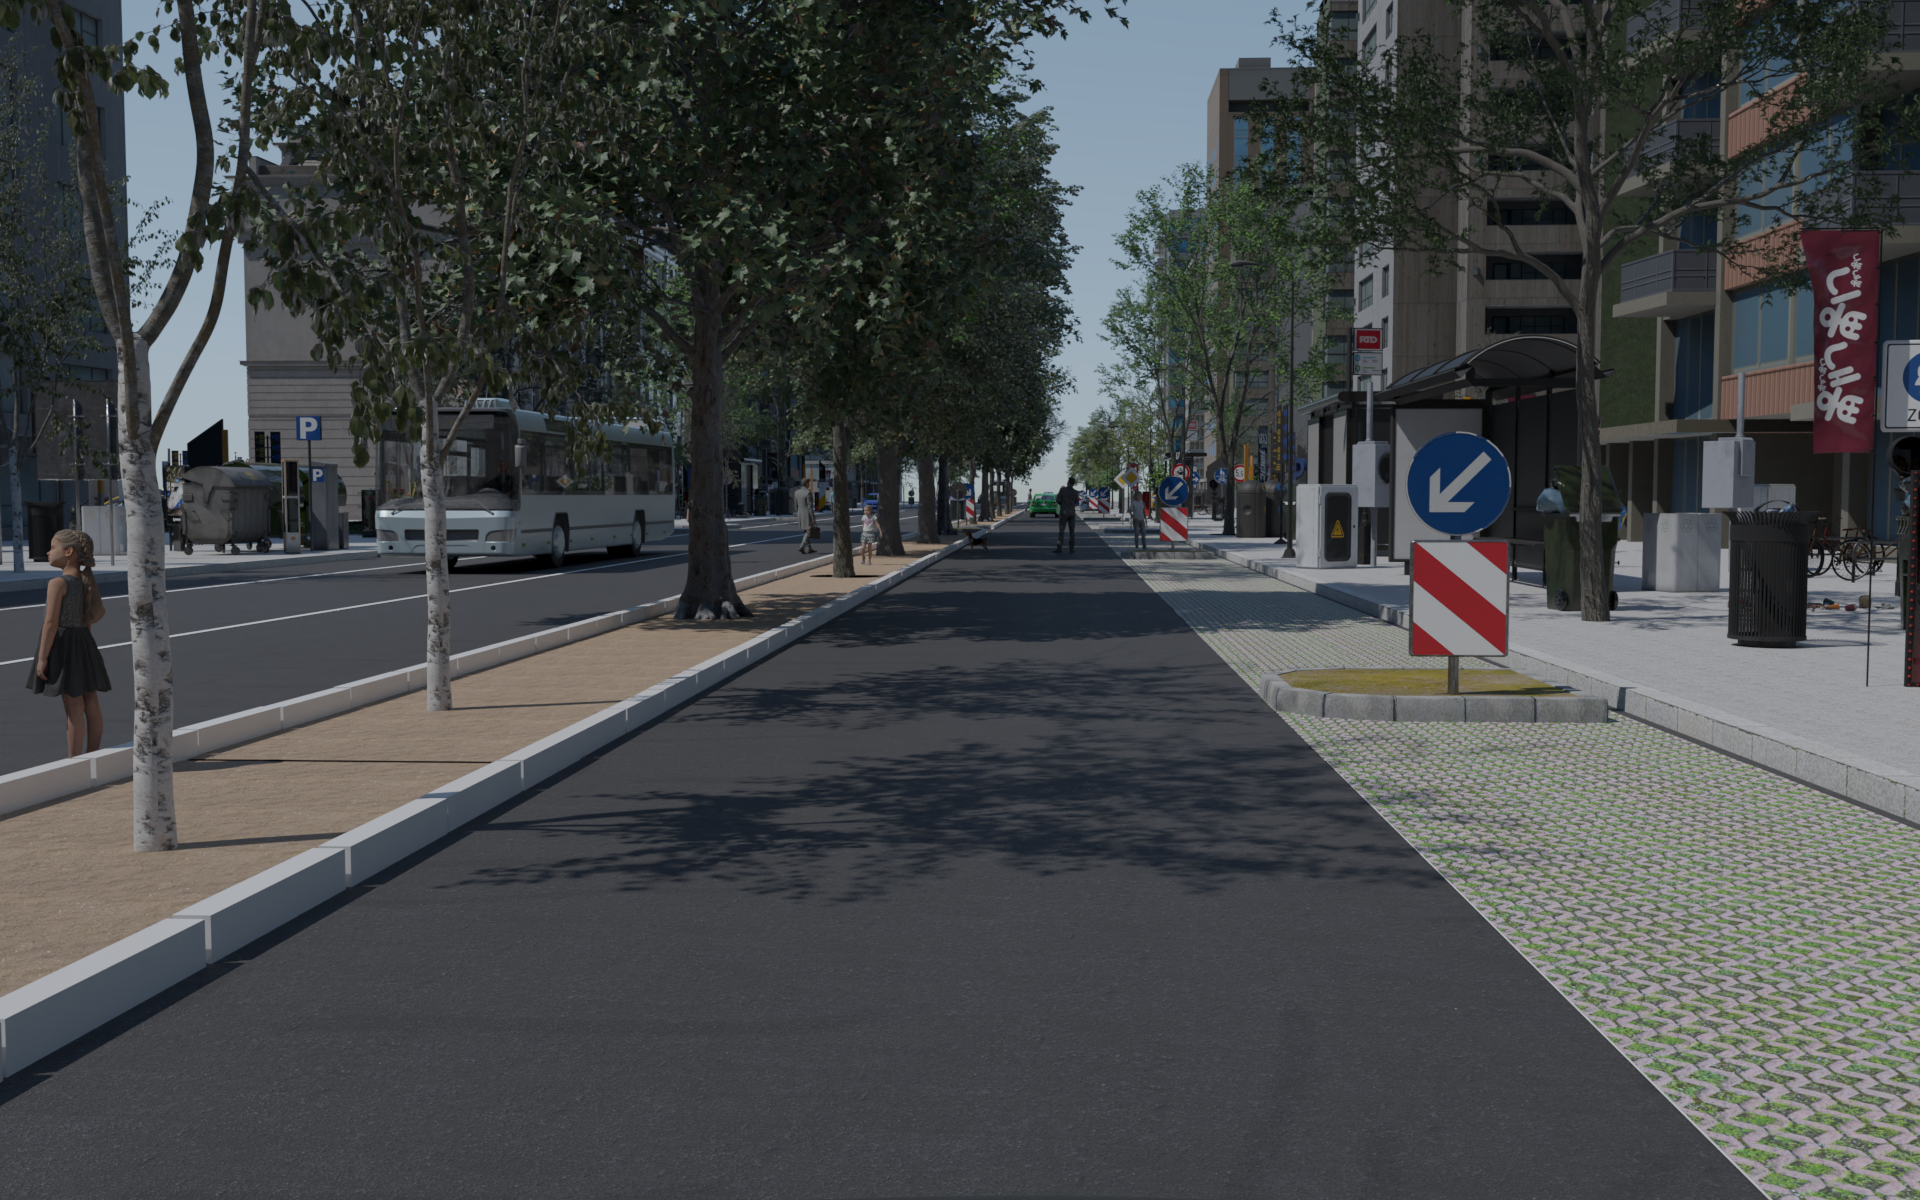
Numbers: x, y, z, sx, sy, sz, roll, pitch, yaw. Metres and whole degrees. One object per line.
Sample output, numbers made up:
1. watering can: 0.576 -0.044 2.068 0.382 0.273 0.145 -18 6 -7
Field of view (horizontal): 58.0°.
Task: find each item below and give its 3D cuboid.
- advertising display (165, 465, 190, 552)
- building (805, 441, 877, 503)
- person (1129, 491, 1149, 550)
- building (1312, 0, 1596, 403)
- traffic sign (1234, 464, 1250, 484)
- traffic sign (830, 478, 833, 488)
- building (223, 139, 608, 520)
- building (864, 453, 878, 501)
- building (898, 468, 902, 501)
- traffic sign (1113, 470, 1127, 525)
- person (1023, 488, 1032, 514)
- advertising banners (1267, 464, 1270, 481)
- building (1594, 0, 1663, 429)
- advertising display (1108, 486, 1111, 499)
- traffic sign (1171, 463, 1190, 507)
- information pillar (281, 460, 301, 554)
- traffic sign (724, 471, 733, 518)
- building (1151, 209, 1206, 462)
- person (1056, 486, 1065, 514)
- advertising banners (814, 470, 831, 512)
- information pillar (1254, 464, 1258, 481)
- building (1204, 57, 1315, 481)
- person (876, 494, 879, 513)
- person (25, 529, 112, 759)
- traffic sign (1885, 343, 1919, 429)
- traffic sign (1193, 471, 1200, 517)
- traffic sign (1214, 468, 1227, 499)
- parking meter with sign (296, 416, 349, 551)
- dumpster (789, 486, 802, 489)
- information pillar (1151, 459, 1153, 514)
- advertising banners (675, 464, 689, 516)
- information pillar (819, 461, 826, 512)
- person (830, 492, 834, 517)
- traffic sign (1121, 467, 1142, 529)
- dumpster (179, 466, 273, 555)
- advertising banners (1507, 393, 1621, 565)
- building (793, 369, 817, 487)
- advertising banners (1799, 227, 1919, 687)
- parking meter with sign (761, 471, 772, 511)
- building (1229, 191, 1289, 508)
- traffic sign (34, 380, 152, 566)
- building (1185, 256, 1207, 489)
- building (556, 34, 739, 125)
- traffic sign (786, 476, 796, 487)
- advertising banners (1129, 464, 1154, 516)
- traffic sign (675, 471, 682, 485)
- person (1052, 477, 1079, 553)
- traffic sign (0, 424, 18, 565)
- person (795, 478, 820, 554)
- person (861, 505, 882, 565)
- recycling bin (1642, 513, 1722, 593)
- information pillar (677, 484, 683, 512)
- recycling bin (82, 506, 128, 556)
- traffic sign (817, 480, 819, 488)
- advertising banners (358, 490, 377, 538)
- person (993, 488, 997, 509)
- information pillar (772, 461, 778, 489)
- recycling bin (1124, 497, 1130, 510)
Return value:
1. advertising display: -17.458 -2.047 38.682 0.974 1.923 0.123 3 5 42
2. building: -27.034 -40.812 256.522 28.713 52.752 27.495 0 4 3
3. person: 4.464 -1.946 42.905 0.523 1.515 0.503 3 5 40
4. building: 27.637 -20.207 102.078 14.160 30.474 14.107 0 4 3
5. traffic sign: 12.037 -4.543 74.381 0.768 2.556 0.104 1 4 11
6. traffic sign: -10.043 -8.375 137.044 0.768 2.556 0.104 1 4 13
7. building: -28.661 -15.566 96.298 13.314 21.916 24.055 0 4 3
8. building: -22.622 -40.204 281.042 21.300 48.544 21.600 0 4 3
9. building: -17.646 -32.292 299.670 14.160 30.474 14.107 0 4 3
10. traffic sign: 6.746 -4.164 71.717 0.795 2.450 0.064 0 4 3
11. person: 4.984 -7.188 125.872 0.795 1.843 0.661 0 4 7
12. advertising banners: 17.398 -6.368 100.304 2.074 3.025 0.090 -3 4 -38
13. building: 27.925 -19.274 86.830 14.107 30.474 14.160 0 4 3
14. advertising display: 12.296 -8.413 142.761 0.123 1.923 0.974 0 4 -1
15. traffic sign: 9.174 -4.401 72.057 0.768 2.556 0.104 1 4 10
16. information pillar: -14.360 -2.000 37.185 0.304 2.012 0.304 -2 4 -32
17. traffic sign: -12.504 -5.662 92.682 0.768 2.556 0.104 1 4 13
18. building: 43.479 -40.939 288.956 23.786 49.044 30.456 0 4 3
19. person: 4.439 -4.023 74.524 0.600 1.795 0.529 1 4 9
20. advertising banners: -10.394 -7.949 126.157 2.074 3.025 0.090 0 4 -7
21. information pillar: 23.029 -8.748 134.389 0.504 3.616 0.183 -1 4 -12
22. building: 32.955 -32.356 179.125 14.600 45.320 14.200 0 4 3
23. person: -6.056 -7.482 131.007 0.537 1.800 0.526 2 4 33
24. person: -4.533 0.268 8.781 0.373 1.253 0.362 1 4 10
25. traffic sign: 6.450 -0.578 11.587 0.606 2.300 0.079 0 4 6
26. traffic sign: 13.093 -5.942 97.264 0.768 2.556 0.104 1 4 12
27. traffic sign: 12.795 -5.164 84.534 0.768 2.556 0.104 1 4 12
28. parking meter with sign: -14.492 -2.646 39.520 0.543 3.016 1.738 0 4 2
29. dumpster: -11.542 -7.114 122.077 1.264 1.857 1.865 0 4 3
30. information pillar: 12.640 -7.513 114.193 0.183 3.616 0.504 -1 4 -9
31. advertising banners: -15.872 -6.411 101.000 2.074 3.025 0.090 -2 4 -26
32. information pillar: -9.627 -7.929 120.996 0.504 3.616 0.183 0 4 5
33. person: -7.837 -6.141 108.769 0.638 1.841 0.748 0 4 2
34. traffic sign: 6.302 -3.676 63.744 0.795 2.450 0.064 0 4 3
35. dumpster: -15.605 -1.901 36.843 1.264 1.857 1.865 0 4 3
36. advertising banners: 10.499 -2.078 30.166 2.074 3.025 0.090 0 4 -4
37. building: -27.986 -32.853 191.768 22.147 44.769 28.867 0 4 3
38. advertising banners: 6.554 -0.931 11.405 2.074 3.025 0.090 0 4 4
39. parking meter with sign: -14.488 -8.145 129.431 1.738 3.016 0.543 3 4 36
40. building: 32.636 -24.082 165.447 14.160 30.474 14.107 0 4 3
41. traffic sign: -15.487 -2.268 30.955 2.265 3.308 0.079 1 4 8
42. building: 46.757 -34.859 261.828 32.217 40.220 23.993 0 4 3
43. building: -29.229 -31.083 162.830 22.147 44.769 28.867 0 4 3
44. traffic sign: -12.175 -7.599 124.344 0.768 2.556 0.104 0 4 4
45. advertising banners: 10.781 -6.337 99.791 2.074 3.025 0.090 0 4 -1
46. traffic sign: -10.765 -3.735 64.713 0.795 2.450 0.064 0 4 3
47. person: 2.589 -2.089 42.462 0.655 1.846 0.447 -1 4 -14
48. traffic sign: -17.413 -1.910 31.337 0.768 2.556 0.104 0 4 3
49. person: -3.650 -2.011 41.481 0.694 1.812 0.767 3 5 45
50. person: -1.780 -1.300 34.771 0.505 1.210 0.382 1 4 17
51. recycling bin: 9.524 -0.631 22.872 0.722 1.027 0.722 -1 4 -12
52. information pillar: -19.579 -7.130 121.063 0.304 2.012 0.304 -2 4 -35
53. recycling bin: -17.891 -1.450 36.266 0.722 1.027 0.722 -1 4 -10
54. traffic sign: -10.023 -7.533 125.294 0.606 2.300 0.079 0 4 8
55. advertising banners: -16.705 -3.365 51.205 2.074 3.025 0.090 -1 4 -22
56. person: 1.991 -6.078 107.715 0.661 1.843 0.795 0 4 -8
57. information pillar: -13.095 -8.040 122.815 0.504 3.616 0.183 0 4 2
58. recycling bin: 13.067 -7.624 137.205 0.722 1.027 0.722 1 4 21
